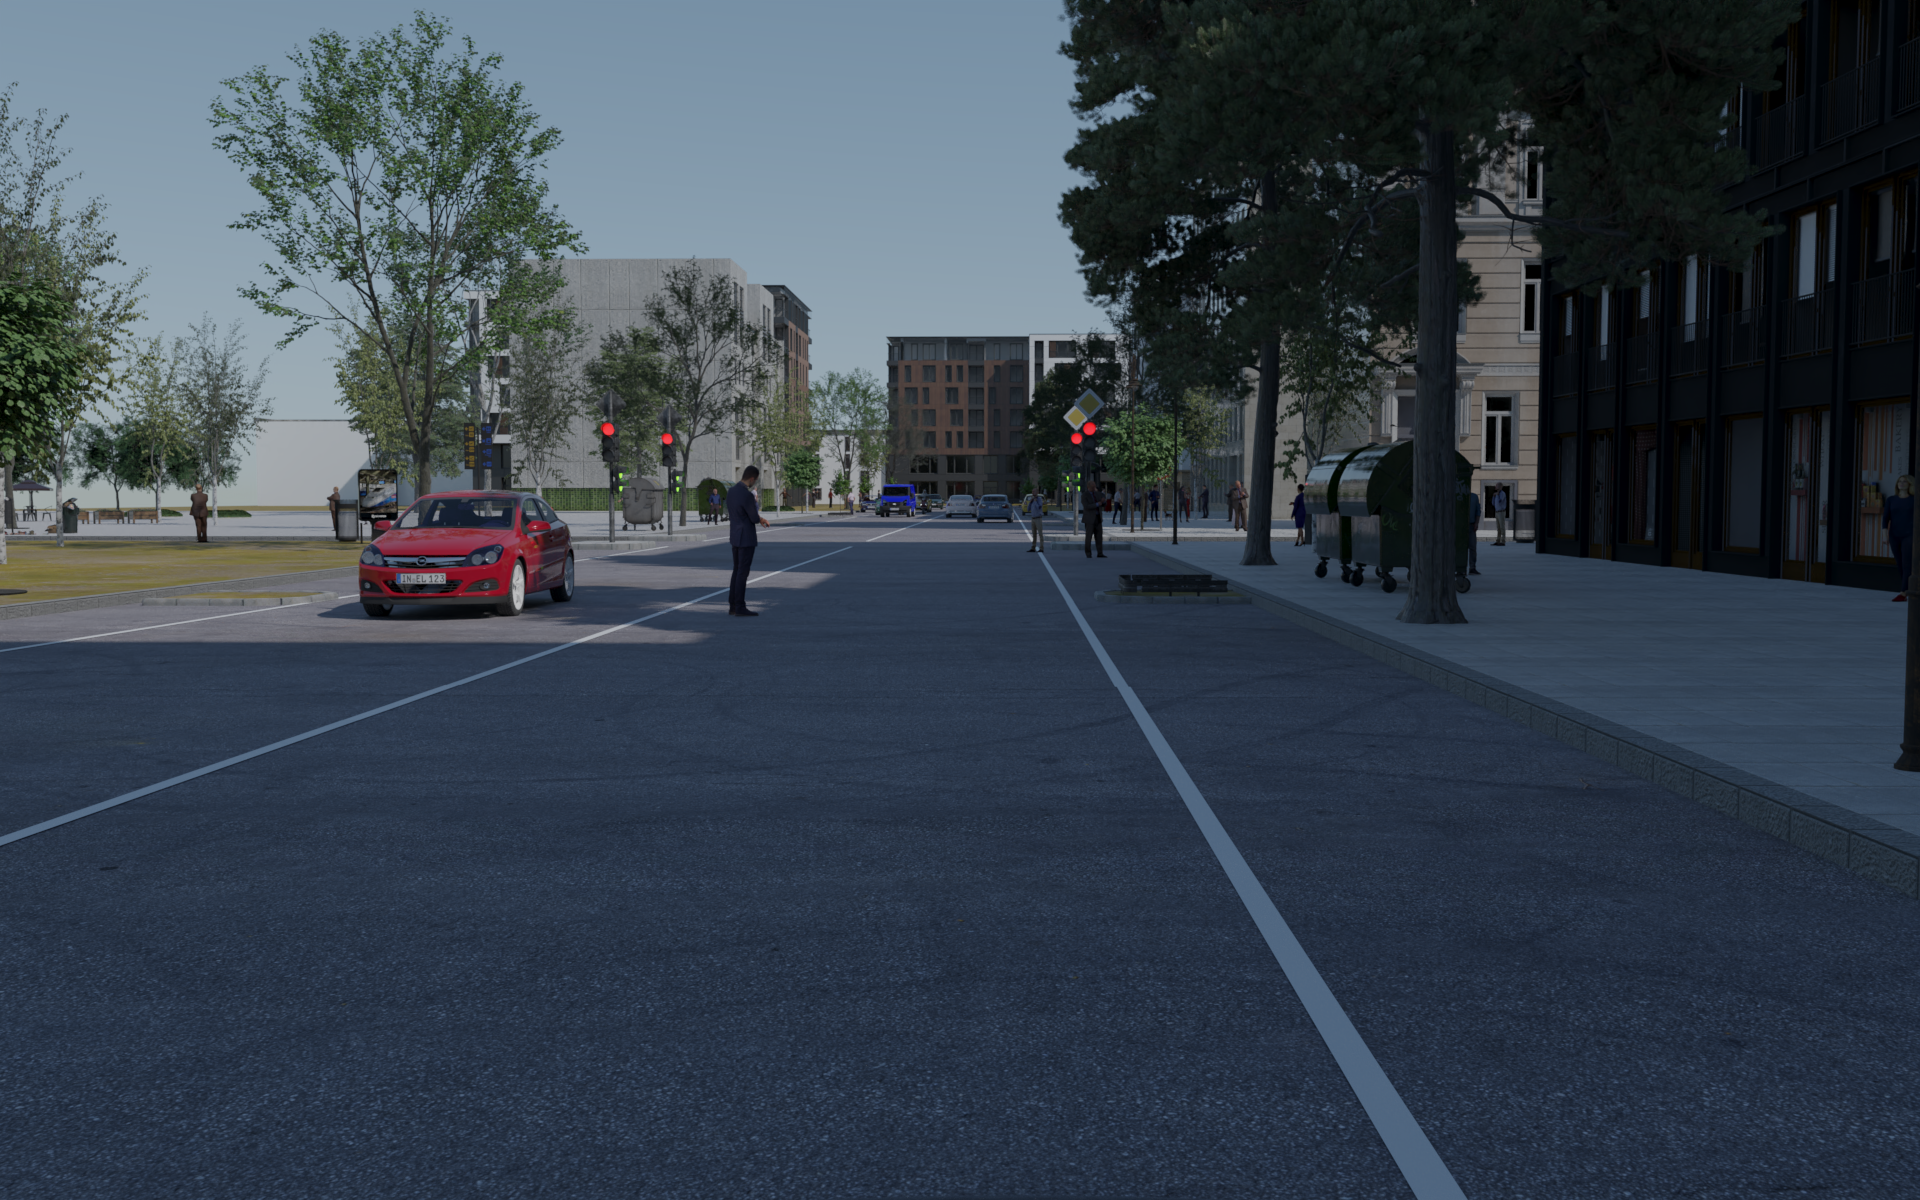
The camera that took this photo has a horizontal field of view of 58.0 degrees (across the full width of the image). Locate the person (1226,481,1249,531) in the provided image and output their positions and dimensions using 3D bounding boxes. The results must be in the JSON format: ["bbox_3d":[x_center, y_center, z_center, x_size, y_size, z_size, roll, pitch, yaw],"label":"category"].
[{"bbox_3d":[9.612,-3.219,59.366,0.565,1.739,0.600,-1,4,-22],"label":"person"}]

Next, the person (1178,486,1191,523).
[{"bbox_3d":[10.117,-4.316,78.084,0.593,1.643,0.415,0,4,3],"label":"person"}]

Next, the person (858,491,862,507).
[{"bbox_3d":[-9.660,-9.707,166.229,0.593,1.643,0.415,3,4,39],"label":"person"}]

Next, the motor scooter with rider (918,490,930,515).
[{"bbox_3d":[-2.554,-6.886,121.543,0.876,1.779,1.986,0,4,2],"label":"motor scooter with rider"}]

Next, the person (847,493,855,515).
[{"bbox_3d":[-7.470,-6.643,118.053,0.756,1.711,0.436,-3,5,-43],"label":"person"}]

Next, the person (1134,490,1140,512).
[{"bbox_3d":[12.781,-7.170,125.489,0.614,1.554,0.590,-2,4,-28],"label":"person"}]

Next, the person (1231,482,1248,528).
[{"bbox_3d":[10.454,-3.545,64.678,0.621,1.740,0.551,1,4,11],"label":"person"}]

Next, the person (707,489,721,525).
[{"bbox_3d":[-10.212,-3.852,71.711,0.574,1.496,0.600,0,4,1],"label":"person"}]

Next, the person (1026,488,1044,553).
[{"bbox_3d":[1.861,-1.953,42.495,0.319,1.574,0.516,-2,4,-30],"label":"person"}]

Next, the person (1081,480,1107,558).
[{"bbox_3d":[3.036,-1.817,38.890,0.600,1.739,0.565,2,4,35],"label":"person"}]

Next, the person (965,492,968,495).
[{"bbox_3d":[0.497,-7.223,128.803,0.429,1.552,0.499,0,4,1],"label":"person"}]

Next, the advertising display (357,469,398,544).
[{"bbox_3d":[-14.960,-2.405,44.532,0.974,1.923,0.123,-2,4,-30],"label":"advertising display"}]

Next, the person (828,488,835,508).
[{"bbox_3d":[-11.685,-9.238,157.050,0.705,1.831,1.348,1,4,22],"label":"person"}]

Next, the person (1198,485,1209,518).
[{"bbox_3d":[12.806,-5.181,91.209,0.568,1.767,0.683,1,4,16],"label":"person"}]

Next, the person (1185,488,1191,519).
[{"bbox_3d":[11.825,-5.040,90.155,0.444,1.614,0.593,2,4,31],"label":"person"}]

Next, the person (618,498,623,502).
[{"bbox_3d":[-16.198,-4.670,84.351,0.963,1.587,0.435,-1,4,-19],"label":"person"}]

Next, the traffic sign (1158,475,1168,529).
[{"bbox_3d":[7.398,-3.889,63.685,0.768,2.556,0.104,1,4,10],"label":"traffic sign"}]

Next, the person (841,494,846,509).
[{"bbox_3d":[-9.744,-8.709,148.438,1.348,1.824,0.705,-3,5,-44],"label":"person"}]

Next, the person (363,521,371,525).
[{"bbox_3d":[-24.652,-3.903,72.072,0.471,1.553,0.569,-3,5,-41],"label":"person"}]

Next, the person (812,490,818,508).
[{"bbox_3d":[-13.504,-9.459,161.497,0.742,1.727,0.445,1,4,20],"label":"person"}]

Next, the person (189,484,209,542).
[{"bbox_3d":[-20.174,-2.300,45.912,0.482,1.546,0.388,-2,4,-25],"label":"person"}]

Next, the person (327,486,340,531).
[{"bbox_3d":[-21.782,-3.176,60.247,0.388,1.546,0.482,0,4,4],"label":"person"}]

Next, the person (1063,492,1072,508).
[{"bbox_3d":[9.908,-9.266,158.325,1.217,1.735,0.721,-2,4,-25],"label":"person"}]

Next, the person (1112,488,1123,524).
[{"bbox_3d":[6.840,-4.050,74.479,0.590,1.554,0.614,1,4,8],"label":"person"}]

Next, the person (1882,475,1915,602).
[{"bbox_3d":[11.322,-0.746,20.784,0.480,1.512,0.613,2,4,23],"label":"person"}]

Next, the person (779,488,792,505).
[{"bbox_3d":[-13.352,-7.685,132.218,1.217,1.766,0.721,-3,4,-38],"label":"person"}]

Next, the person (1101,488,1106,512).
[{"bbox_3d":[10.433,-7.312,126.388,0.445,1.727,0.742,2,4,23],"label":"person"}]

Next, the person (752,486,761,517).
[{"bbox_3d":[-11.434,-5.491,96.756,0.436,1.711,0.756,-2,4,-29],"label":"person"}]

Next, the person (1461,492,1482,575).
[{"bbox_3d":[8.021,-1.169,27.375,0.499,1.552,0.429,2,4,25],"label":"person"}]

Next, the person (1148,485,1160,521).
[{"bbox_3d":[9.262,-4.602,81.983,0.576,1.737,0.504,-3,5,-39],"label":"person"}]

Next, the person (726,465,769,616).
[{"bbox_3d":[-2.489,-0.704,20.452,0.568,1.767,0.683,-3,5,-39],"label":"person"}]

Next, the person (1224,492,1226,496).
[{"bbox_3d":[12.576,-4.517,80.581,0.600,1.739,0.565,0,4,6],"label":"person"}]

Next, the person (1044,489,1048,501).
[{"bbox_3d":[8.216,-9.682,165.082,0.721,1.736,1.217,1,4,14],"label":"person"}]

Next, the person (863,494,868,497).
[{"bbox_3d":[-10.945,-11.978,201.893,0.705,1.824,1.348,1,4,17],"label":"person"}]

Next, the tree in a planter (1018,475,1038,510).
[{"bbox_3d":[6.197,-9.729,156.287,1.991,3.239,1.994,0,4,1],"label":"tree in a planter"}]

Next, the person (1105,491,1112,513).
[{"bbox_3d":[10.350,-6.851,120.523,0.523,1.526,0.387,-1,4,-21],"label":"person"}]

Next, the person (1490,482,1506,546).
[{"bbox_3d":[13.341,-2.126,42.874,0.319,1.574,0.516,0,4,3],"label":"person"}]

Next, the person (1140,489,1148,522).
[{"bbox_3d":[8.452,-4.360,79.605,0.388,1.546,0.482,0,4,-6],"label":"person"}]

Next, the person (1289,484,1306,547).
[{"bbox_3d":[8.228,-2.081,42.432,0.546,1.535,0.453,2,4,32],"label":"person"}]

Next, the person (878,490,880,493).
[{"bbox_3d":[-8.486,-10.799,183.312,0.721,1.736,1.217,-1,4,-9],"label":"person"}]

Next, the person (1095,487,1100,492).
[{"bbox_3d":[6.561,-4.739,84.986,0.566,1.644,0.517,1,4,19],"label":"person"}]

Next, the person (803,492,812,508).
[{"bbox_3d":[-14.633,-9.700,165.315,1.217,1.739,0.721,-3,5,-44],"label":"person"}]
